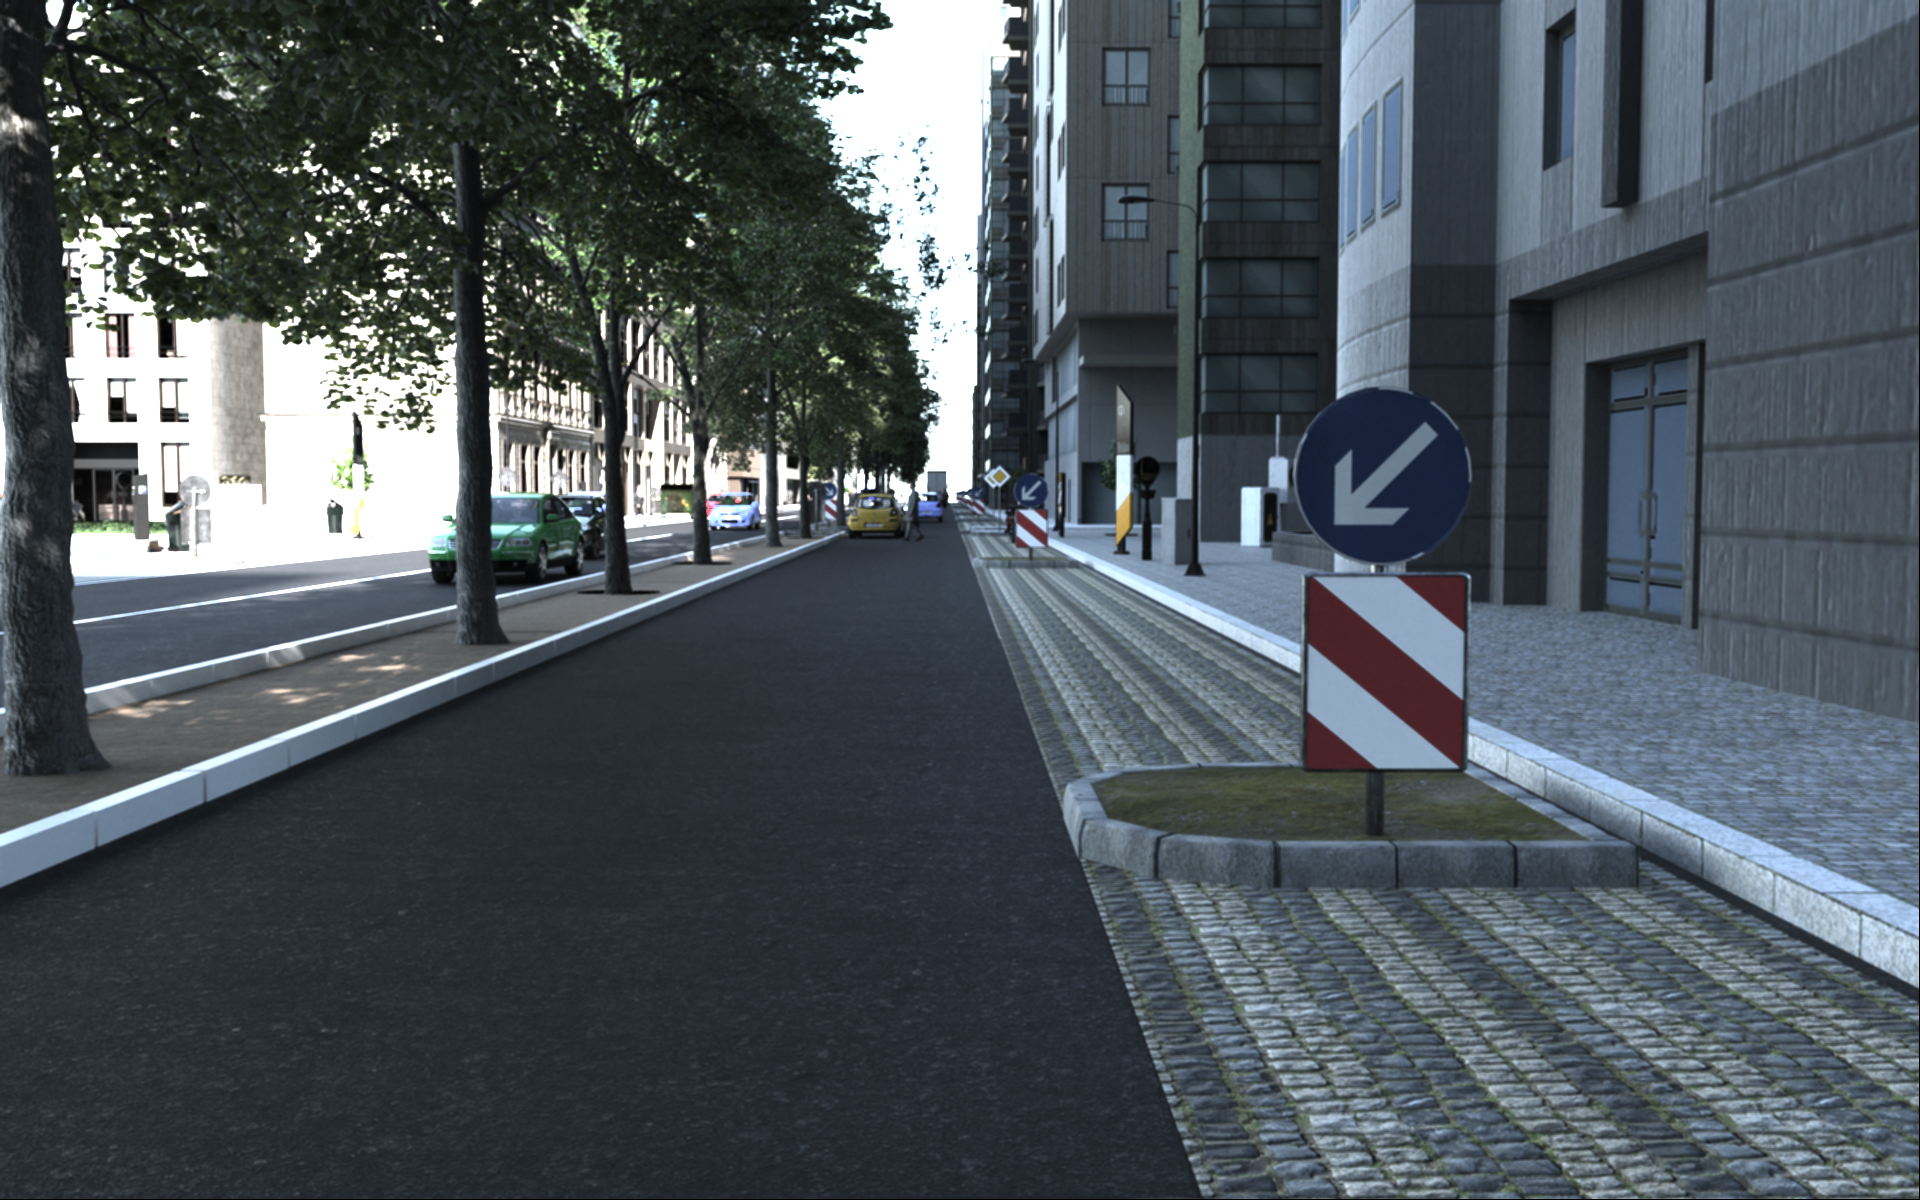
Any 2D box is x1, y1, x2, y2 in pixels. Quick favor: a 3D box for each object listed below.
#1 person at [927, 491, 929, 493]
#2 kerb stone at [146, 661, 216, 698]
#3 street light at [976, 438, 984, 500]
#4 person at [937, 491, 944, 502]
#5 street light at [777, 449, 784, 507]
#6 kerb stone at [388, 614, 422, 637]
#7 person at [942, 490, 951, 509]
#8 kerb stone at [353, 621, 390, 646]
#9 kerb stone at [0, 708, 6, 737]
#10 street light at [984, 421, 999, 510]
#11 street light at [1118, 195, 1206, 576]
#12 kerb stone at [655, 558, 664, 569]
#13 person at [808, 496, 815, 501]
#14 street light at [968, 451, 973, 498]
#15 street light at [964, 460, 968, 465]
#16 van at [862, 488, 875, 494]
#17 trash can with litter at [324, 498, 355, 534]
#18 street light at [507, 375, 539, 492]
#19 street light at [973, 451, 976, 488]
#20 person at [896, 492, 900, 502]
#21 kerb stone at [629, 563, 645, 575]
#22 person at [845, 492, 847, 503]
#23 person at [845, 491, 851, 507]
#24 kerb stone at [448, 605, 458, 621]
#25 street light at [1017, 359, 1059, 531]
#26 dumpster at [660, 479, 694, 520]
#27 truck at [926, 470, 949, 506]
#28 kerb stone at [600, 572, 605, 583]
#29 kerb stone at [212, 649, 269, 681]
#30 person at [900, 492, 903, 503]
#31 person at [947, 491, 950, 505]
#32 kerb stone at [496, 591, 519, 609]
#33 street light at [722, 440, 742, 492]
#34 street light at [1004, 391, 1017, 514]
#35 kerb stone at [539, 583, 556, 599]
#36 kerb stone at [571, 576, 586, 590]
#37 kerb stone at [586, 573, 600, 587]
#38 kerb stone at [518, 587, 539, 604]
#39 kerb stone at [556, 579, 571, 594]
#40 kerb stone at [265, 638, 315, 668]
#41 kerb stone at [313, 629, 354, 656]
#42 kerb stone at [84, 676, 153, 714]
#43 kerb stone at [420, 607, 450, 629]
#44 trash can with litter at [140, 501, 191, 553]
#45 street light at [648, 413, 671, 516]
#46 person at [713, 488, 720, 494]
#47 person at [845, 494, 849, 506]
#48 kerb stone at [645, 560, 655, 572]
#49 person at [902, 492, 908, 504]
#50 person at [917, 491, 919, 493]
[{"bbox_3d":[-3.105,-9.875,170.500,0.434,1.755,0.990,1,4,21],"label":"person"},{"bbox_3d":[-5.699,0.588,12.582,0.120,0.150,1.000,0,4,0],"label":"kerb stone"},{"bbox_3d":[2.265,-10.418,142.877,1.470,5.913,1.316,0,4,0],"label":"street light"},{"bbox_3d":[-1.775,-8.463,147.803,0.756,1.711,0.436,0,4,-3],"label":"person"},{"bbox_3d":[-17.889,-12.458,176.230,1.470,5.913,1.316,0,4,0],"label":"street light"},{"bbox_3d":[-5.734,0.275,17.705,0.120,0.150,1.000,0,4,0],"label":"kerb stone"},{"bbox_3d":[-1.492,-9.903,170.502,1.348,1.812,0.705,-1,4,-17],"label":"person"},{"bbox_3d":[-5.736,0.340,16.677,0.120,0.150,1.000,0,4,0],"label":"kerb stone"},{"bbox_3d":[-5.681,0.716,10.525,0.120,0.150,1.000,0,4,0],"label":"kerb stone"},{"bbox_3d":[2.465,-8.417,110.163,1.470,5.913,1.316,0,4,0],"label":"street light"},{"bbox_3d":[3.149,-3.336,27.077,1.470,5.913,1.316,0,4,0],"label":"street light"},{"bbox_3d":[-5.853,-0.667,33.106,0.120,0.150,1.000,0,4,0],"label":"kerb stone"},{"bbox_3d":[-12.331,-8.307,145.028,1.217,1.736,0.721,-1,4,-10],"label":"person"},{"bbox_3d":[1.907,-13.087,186.505,1.470,5.913,1.316,0,4,0],"label":"street light"},{"bbox_3d":[1.608,-15.068,218.903,1.470,5.913,1.316,0,4,0],"label":"street light"},{"bbox_3d":[-8.352,-9.713,163.192,2.240,2.365,5.245,0,4,0],"label":"van"},{"bbox_3d":[-19.924,-2.721,55.877,1.055,1.170,0.624,-2,4,-29],"label":"trash can with litter"},{"bbox_3d":[-17.115,-5.818,67.673,1.470,5.913,1.316,0,4,0],"label":"street light"},{"bbox_3d":[2.131,-11.116,154.288,1.470,5.913,1.316,0,4,0],"label":"street light"},{"bbox_3d":[-9.405,-15.667,265.587,0.756,1.711,0.436,-2,4,-30],"label":"person"},{"bbox_3d":[-5.841,-0.538,31.062,0.120,0.150,1.000,0,4,0],"label":"kerb stone"},{"bbox_3d":[-17.312,-15.566,263.666,0.551,1.740,0.621,1,4,19],"label":"person"},{"bbox_3d":[-12.443,-11.456,195.822,1.348,1.821,0.705,3,5,44],"label":"person"},{"bbox_3d":[-5.754,0.149,19.780,0.120,0.150,1.000,0,4,0],"label":"kerb stone"},{"bbox_3d":[2.814,-5.333,59.731,1.470,5.913,1.316,0,4,0],"label":"street light"},{"bbox_3d":[-15.693,-5.588,96.315,1.985,2.255,1.502,0,3,0],"label":"dumpster"},{"bbox_3d":[-2.757,-13.450,208.827,2.839,4.237,11.283,0,4,0],"label":"truck"},{"bbox_3d":[-5.817,-0.354,27.983,0.120,0.150,1.000,0,4,0],"label":"kerb stone"},{"bbox_3d":[-5.707,0.525,13.610,0.120,0.150,1.000,0,4,0],"label":"kerb stone"},{"bbox_3d":[-9.853,-17.300,291.448,1.348,1.812,0.705,-1,4,-20],"label":"person"},{"bbox_3d":[-1.643,-13.712,232.627,0.705,1.831,1.348,-1,4,-21],"label":"person"},{"bbox_3d":[-5.773,0.022,21.839,0.120,0.150,1.000,0,4,0],"label":"kerb stone"},{"bbox_3d":[-17.577,-9.759,132.105,1.470,5.913,1.316,0,4,0],"label":"street light"},{"bbox_3d":[2.657,-6.447,77.947,1.470,5.913,1.316,0,4,0],"label":"street light"},{"bbox_3d":[-5.783,-0.104,23.888,0.120,0.150,1.000,0,4,0],"label":"kerb stone"},{"bbox_3d":[-5.805,-0.229,25.933,0.120,0.150,1.000,0,4,0],"label":"kerb stone"},{"bbox_3d":[-5.805,-0.291,26.955,0.120,0.150,1.000,0,4,0],"label":"kerb stone"},{"bbox_3d":[-5.776,-0.041,22.865,0.120,0.150,1.000,0,4,0],"label":"kerb stone"},{"bbox_3d":[-5.798,-0.166,24.911,0.120,0.150,1.000,0,4,0],"label":"kerb stone"},{"bbox_3d":[-5.713,0.463,14.632,0.120,0.150,1.000,0,4,0],"label":"kerb stone"},{"bbox_3d":[-5.729,0.402,15.654,0.120,0.150,1.000,0,4,0],"label":"kerb stone"},{"bbox_3d":[-5.693,0.651,11.558,0.120,0.150,1.000,0,4,0],"label":"kerb stone"},{"bbox_3d":[-5.751,0.215,18.741,0.120,0.150,1.000,0,4,0],"label":"kerb stone"},{"bbox_3d":[-17.441,-1.636,38.141,1.055,1.170,0.624,-3,4,-39],"label":"trash can with litter"},{"bbox_3d":[-17.312,-7.789,99.889,1.470,5.913,1.316,0,4,0],"label":"street light"},{"bbox_3d":[-15.915,-6.413,113.319,0.580,1.828,0.573,1,4,14],"label":"person"},{"bbox_3d":[-12.999,-11.906,203.982,1.217,1.723,0.721,-1,4,-20],"label":"person"},{"bbox_3d":[-5.840,-0.605,32.084,0.120,0.150,1.000,0,4,0],"label":"kerb stone"},{"bbox_3d":[-7.802,-14.540,246.215,0.705,1.826,1.348,3,4,37],"label":"person"},{"bbox_3d":[-4.084,-9.447,163.673,0.721,1.735,1.217,1,4,13],"label":"person"}]
